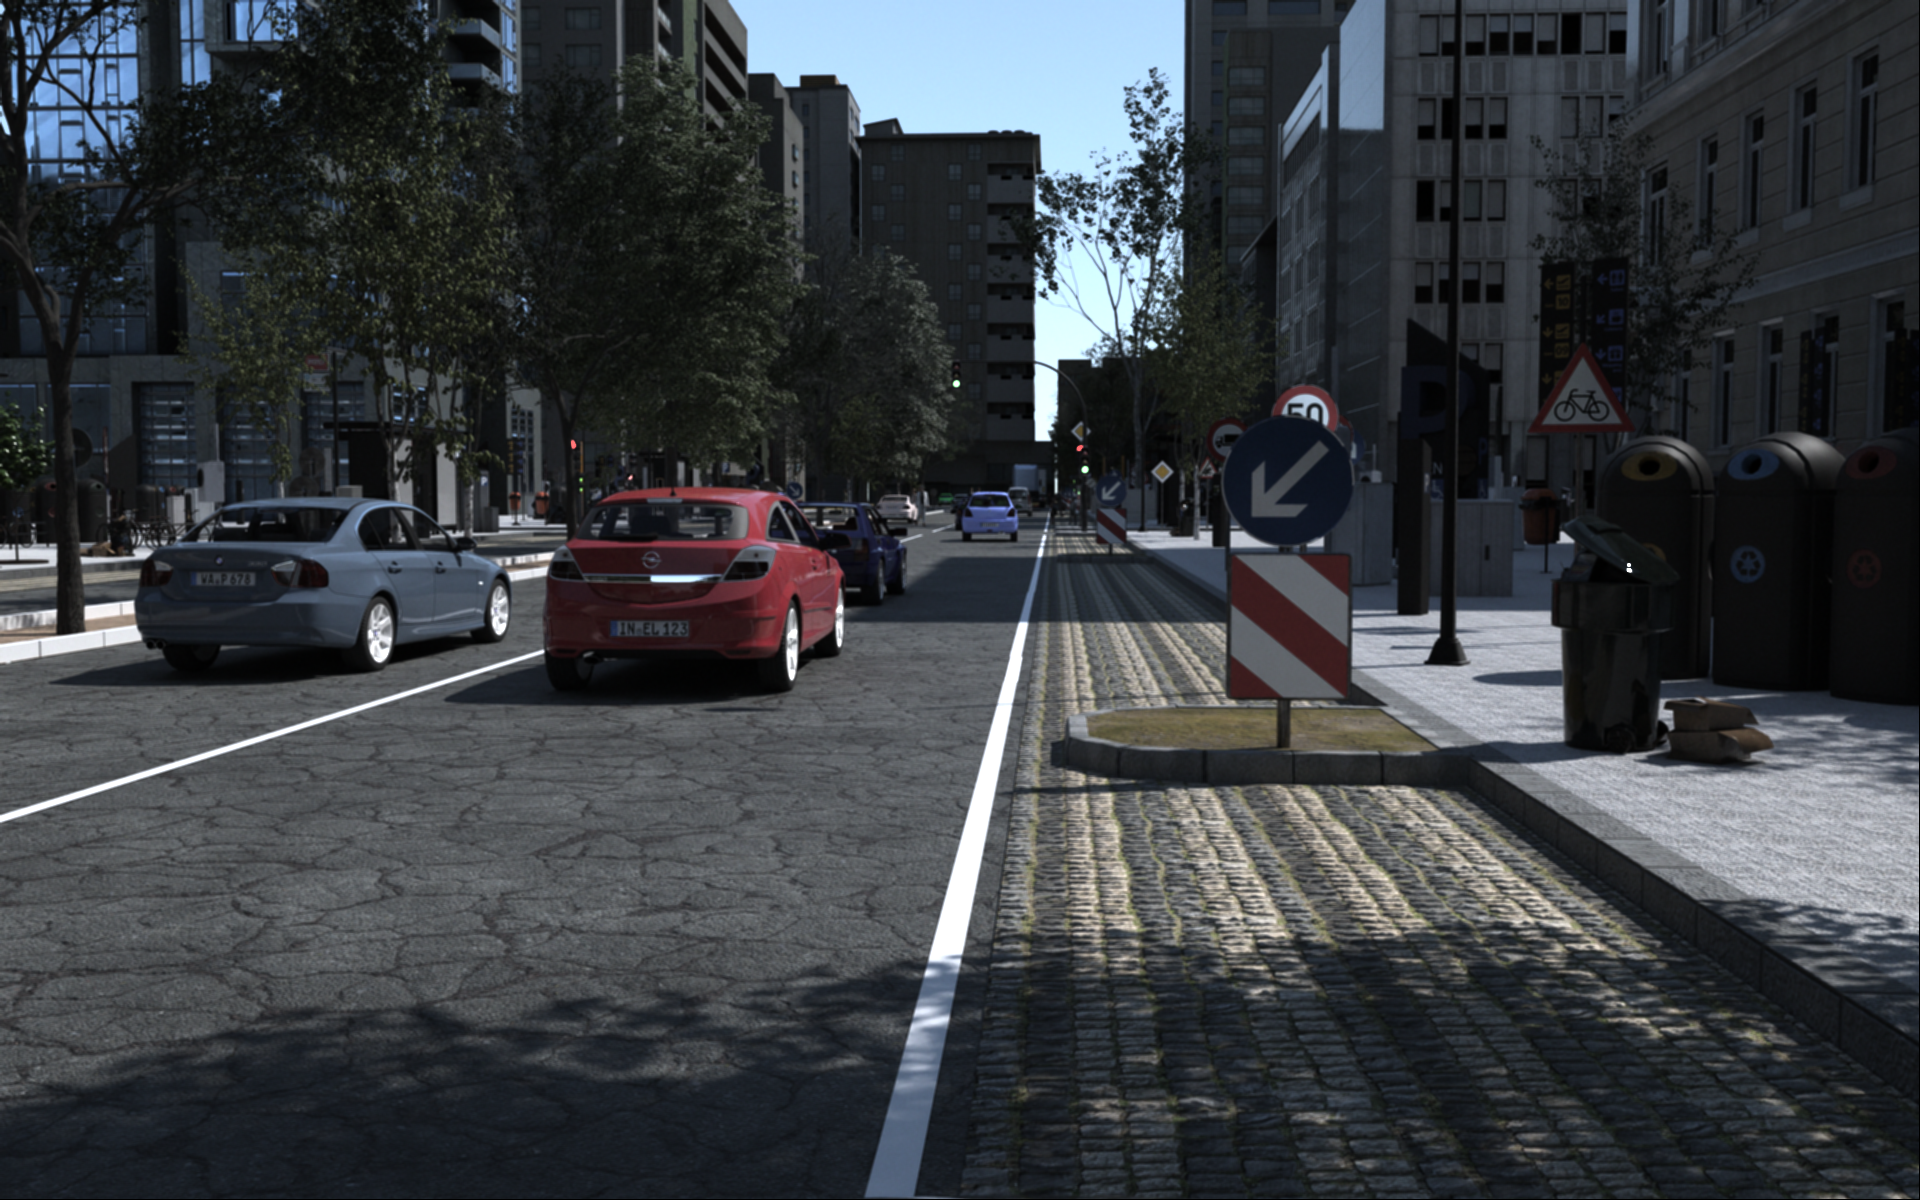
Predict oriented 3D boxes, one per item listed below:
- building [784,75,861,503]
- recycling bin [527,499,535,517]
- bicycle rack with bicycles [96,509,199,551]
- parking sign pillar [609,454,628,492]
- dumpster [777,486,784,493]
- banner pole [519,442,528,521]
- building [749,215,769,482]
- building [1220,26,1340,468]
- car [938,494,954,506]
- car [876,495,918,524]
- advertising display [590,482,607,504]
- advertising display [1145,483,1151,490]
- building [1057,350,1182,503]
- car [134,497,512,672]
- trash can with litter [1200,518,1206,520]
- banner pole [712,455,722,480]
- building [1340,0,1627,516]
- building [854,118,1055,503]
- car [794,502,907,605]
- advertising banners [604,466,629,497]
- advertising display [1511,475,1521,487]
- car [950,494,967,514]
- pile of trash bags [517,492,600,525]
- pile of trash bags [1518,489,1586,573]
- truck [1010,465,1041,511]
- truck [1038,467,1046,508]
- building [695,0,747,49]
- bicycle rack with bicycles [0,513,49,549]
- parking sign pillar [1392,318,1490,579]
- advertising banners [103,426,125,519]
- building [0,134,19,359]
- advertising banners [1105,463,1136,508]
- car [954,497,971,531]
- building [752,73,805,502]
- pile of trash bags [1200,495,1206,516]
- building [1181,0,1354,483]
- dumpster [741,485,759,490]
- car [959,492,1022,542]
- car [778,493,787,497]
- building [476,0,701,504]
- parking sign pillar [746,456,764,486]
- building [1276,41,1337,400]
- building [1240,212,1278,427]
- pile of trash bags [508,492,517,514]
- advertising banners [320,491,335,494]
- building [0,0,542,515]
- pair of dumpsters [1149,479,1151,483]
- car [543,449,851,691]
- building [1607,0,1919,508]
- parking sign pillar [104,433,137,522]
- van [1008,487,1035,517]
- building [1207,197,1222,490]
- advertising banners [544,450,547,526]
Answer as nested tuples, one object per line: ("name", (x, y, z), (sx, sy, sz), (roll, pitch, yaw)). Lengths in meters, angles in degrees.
("building", (-28.507, -43.142, 247.376), (28.212, 58.520, 21.231), (0, 4, 3))
("recycling bin", (-23.426, -5.066, 95.388), (0.722, 1.027, 0.722), (0, 4, -6))
("bicycle rack with bicycles", (-18.514, -1.616, 39.796), (2.852, 0.926, 2.925), (2, 4, 27))
("parking sign pillar", (-22.908, -7.808, 116.129), (1.447, 3.967, 1.447), (3, 4, 37))
("dumpster", (-12.716, -6.846, 117.683), (1.264, 1.857, 1.865), (0, 4, 3))
("banner pole", (-21.013, -5.716, 83.480), (0.401, 3.779, 0.863), (0, 4, -2))
("building", (-27.193, -24.537, 172.887), (14.160, 30.474, 14.107), (0, 4, 3))
("building", (30.384, -28.873, 155.664), (14.154, 41.232, 14.086), (0, 4, 3))
("car", (-1.646, -12.039, 205.636), (1.959, 1.807, 4.718), (0, 4, 2))
("car", (-3.102, -4.469, 85.424), (2.083, 1.381, 4.827), (0, 4, 3))
("advertising display", (-19.447, -5.355, 92.764), (0.974, 1.923, 0.123), (3, 4, 37))
("advertising display", (11.140, -5.851, 100.885), (0.974, 1.923, 0.123), (0, 4, 2))
("building", (28.496, -24.683, 248.610), (28.899, 21.520, 27.650), (0, 4, 3))
("car", (-5.430, -0.202, 15.312), (2.014, 1.417, 4.499), (0, 4, 5))
("trash can with litter", (12.150, -4.619, 86.573), (2.233, 1.210, 1.678), (-1, 4, -18))
("banner pole", (-15.677, -7.474, 112.216), (0.863, 3.779, 0.401), (-2, 4, -26))
("building", (28.678, -16.092, 81.128), (19.932, 24.808, 12.078), (0, 4, 3))
("building", (0.055, -40.448, 250.564), (27.495, 52.752, 28.713), (0, 4, 3))
("car", (-1.744, -0.680, 23.698), (1.945, 1.354, 3.894), (0, 4, 5))
("advertising banners", (-21.209, -6.794, 107.274), (2.074, 3.025, 0.090), (2, 4, 25))
("advertising display", (18.468, -3.202, 57.563), (0.123, 1.923, 0.974), (0, 4, 7))
("car", (0.261, -7.055, 127.352), (2.014, 1.417, 4.499), (0, 4, 3))
("pile of trash bags", (-16.737, -3.896, 73.455), (1.912, 1.369, 3.447), (2, 4, 28))
("pile of trash bags", (10.855, -1.152, 28.593), (3.447, 1.369, 1.912), (-1, 4, -11))
("truck", (5.801, -9.986, 153.036), (2.967, 4.110, 18.799), (0, 4, 2))
("truck", (7.743, -11.840, 182.497), (2.839, 4.237, 11.283), (0, 4, 1))
("building", (-31.262, -32.478, 154.709), (21.300, 48.544, 21.600), (0, 4, 3))
("bicycle rack with bicycles", (-23.058, -1.679, 40.826), (2.852, 0.926, 2.925), (0, 4, -1))
("parking sign pillar", (7.293, -2.306, 26.175), (1.447, 3.967, 1.447), (3, 5, 41))
("advertising banners", (-21.616, -2.939, 44.236), (0.090, 3.025, 2.074), (-3, 4, -37))
("building", (-65.424, -15.192, 93.421), (28.899, 21.520, 27.650), (0, 4, 3))
("advertising banners", (9.059, -6.218, 97.859), (2.074, 3.025, 0.090), (0, 4, 7))
("car", (0.725, -3.474, 69.380), (1.945, 1.354, 3.894), (0, 4, 2))
("building", (-29.753, -35.102, 197.625), (21.600, 48.544, 21.300), (0, 4, 3))
("pile of trash bags", (14.562, -5.578, 100.958), (3.447, 1.369, 1.912), (-2, 4, -27))
("building", (35.091, -39.664, 190.509), (21.231, 58.520, 28.212), (0, 4, 3))
("dumpster", (-13.169, -6.324, 109.160), (1.264, 1.857, 1.865), (0, 4, 3))
("car", (0.940, -2.672, 53.283), (1.945, 1.707, 3.694), (0, 4, 2))
("car", (-8.696, -4.301, 79.912), (1.945, 1.707, 3.694), (0, 4, 1))
("building", (-27.731, -27.222, 128.672), (14.154, 41.232, 14.086), (0, 4, 3))
("parking sign pillar", (-13.161, -7.516, 111.355), (1.447, 3.967, 1.447), (3, 5, 40))
("building", (25.726, -17.277, 100.497), (12.078, 24.808, 19.932), (0, 4, 3))
("building", (28.960, -18.749, 125.614), (14.314, 24.678, 30.058), (0, 4, 3))
("pile of trash bags", (-21.361, -4.796, 88.174), (3.447, 1.369, 1.912), (1, 4, 12))
("advertising banners", (-25.176, -4.556, 70.678), (2.074, 3.025, 0.090), (0, 4, 2))
("building", (-36.797, -47.761, 93.568), (22.319, 86.520, 31.000), (0, 4, 3))
("pair of dumpsters", (11.691, -6.184, 103.602), (1.574, 2.255, 4.437), (0, 4, 3))
("car", (-2.013, -0.309, 14.092), (2.155, 1.783, 4.494), (0, 4, 3))
("building", (22.899, -15.232, 34.949), (13.634, 28.700, 20.117), (0, 4, 3))
("parking sign pillar", (-36.725, -5.339, 75.769), (1.447, 3.967, 1.447), (2, 4, 32))
("van", (3.788, -6.365, 111.080), (2.013, 2.044, 4.112), (0, 4, 4))
("building", (31.214, -24.363, 170.041), (14.160, 30.474, 14.107), (0, 4, 3))
("advertising banners", (-16.765, -4.517, 70.034), (0.090, 3.025, 2.074), (-1, 4, -14))
